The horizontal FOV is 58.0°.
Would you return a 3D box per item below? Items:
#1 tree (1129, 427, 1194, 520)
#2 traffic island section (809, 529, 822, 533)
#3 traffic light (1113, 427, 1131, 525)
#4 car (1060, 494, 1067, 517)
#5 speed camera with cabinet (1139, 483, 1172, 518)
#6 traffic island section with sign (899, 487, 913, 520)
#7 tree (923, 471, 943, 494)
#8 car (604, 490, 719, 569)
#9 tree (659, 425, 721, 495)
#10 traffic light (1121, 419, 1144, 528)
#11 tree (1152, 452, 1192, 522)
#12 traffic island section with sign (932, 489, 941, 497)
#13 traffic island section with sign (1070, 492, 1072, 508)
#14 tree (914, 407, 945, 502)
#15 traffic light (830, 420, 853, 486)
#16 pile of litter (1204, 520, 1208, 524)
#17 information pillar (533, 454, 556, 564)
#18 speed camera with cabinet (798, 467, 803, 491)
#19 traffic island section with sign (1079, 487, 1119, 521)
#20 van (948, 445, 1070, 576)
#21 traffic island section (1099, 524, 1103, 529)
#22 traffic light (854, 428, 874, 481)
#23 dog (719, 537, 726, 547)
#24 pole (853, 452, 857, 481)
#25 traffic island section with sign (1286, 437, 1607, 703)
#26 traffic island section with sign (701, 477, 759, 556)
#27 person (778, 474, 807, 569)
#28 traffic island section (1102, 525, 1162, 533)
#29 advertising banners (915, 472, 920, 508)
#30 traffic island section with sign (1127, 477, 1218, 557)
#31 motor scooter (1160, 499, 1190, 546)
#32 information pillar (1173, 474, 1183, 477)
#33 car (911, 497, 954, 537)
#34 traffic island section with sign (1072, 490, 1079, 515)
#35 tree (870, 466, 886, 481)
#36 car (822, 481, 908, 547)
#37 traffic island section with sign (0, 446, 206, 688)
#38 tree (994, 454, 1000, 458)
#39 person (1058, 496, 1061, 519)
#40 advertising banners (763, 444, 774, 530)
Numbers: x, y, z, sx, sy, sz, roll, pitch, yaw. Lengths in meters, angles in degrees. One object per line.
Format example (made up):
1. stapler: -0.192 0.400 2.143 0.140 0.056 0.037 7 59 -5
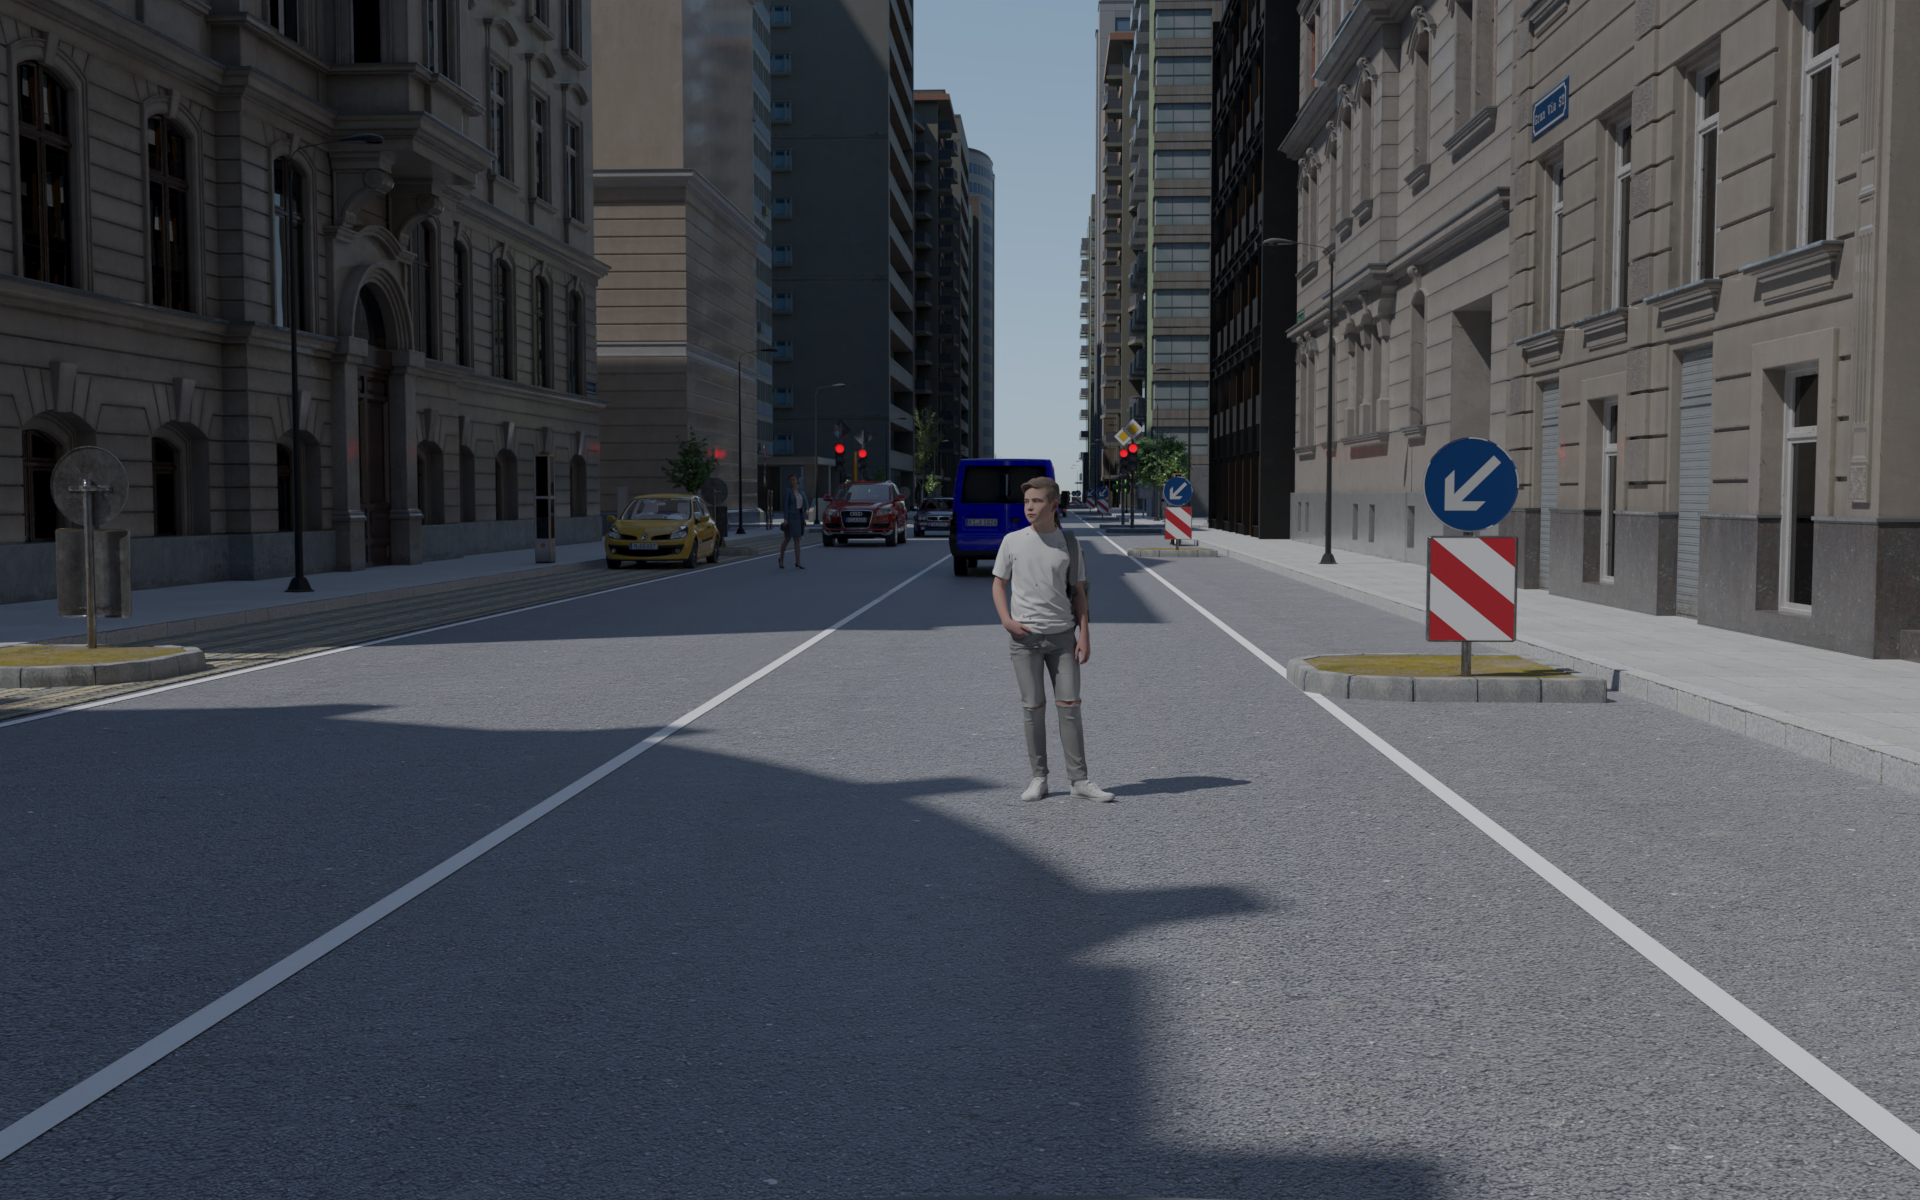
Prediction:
1. tree: 10.562 -6.531 90.489 4.285 4.588 4.351 0 3 0
2. traffic island section: -4.513 -2.634 65.349 2.009 0.180 2.903 0 4 3
3. traffic light: 6.831 -5.121 72.650 0.839 4.253 0.868 0 4 3
4. car: 5.824 -6.117 109.048 2.155 1.783 4.494 0 4 4
5. speed camera with cabinet: 10.670 -6.051 93.265 2.038 3.252 0.660 0 4 -6
6. traffic island section with sign: -3.009 -5.267 94.747 1.989 1.847 2.006 0 4 3
7. tree: -2.363 -9.317 146.932 1.663 3.219 1.824 0 3 0
8. car: -5.878 -1.475 34.347 2.015 1.641 3.980 0 4 1
9. tree: -7.608 -3.300 48.550 1.663 3.219 1.824 0 3 0
10. traffic light: 6.424 -4.633 64.675 0.839 4.253 0.868 0 4 3
11. tree: 9.793 -5.144 78.699 1.663 3.219 1.824 0 3 0
12. traffic island section with sign: -1.625 -6.937 122.049 1.989 1.847 2.006 0 4 3
13. traffic island section with sign: 11.607 -10.000 172.127 1.989 1.847 2.006 0 4 3
14. tree: -3.320 -11.783 143.011 4.737 8.622 4.395 0 3 0
15. traffic light: -4.474 -4.666 65.212 0.839 4.253 0.868 0 4 3
16. pile of litter: 11.157 -3.609 72.970 1.719 0.858 1.176 2 4 25
17. information pillar: -7.691 -1.687 32.074 0.304 2.012 0.304 0 4 4
18. speed camera with cabinet: -8.223 -6.343 98.050 2.038 3.252 0.660 0 4 0
19. traffic island section with sign: 7.655 -5.253 94.508 1.989 1.847 2.006 0 4 3
20. van: 0.917 -1.693 32.070 2.240 2.365 5.245 0 4 3
21. traffic island section: 6.870 -3.088 72.761 2.009 0.180 2.903 0 4 3
22. traffic light: -4.067 -5.154 73.187 0.839 4.253 0.868 0 4 3
23. dog: -6.079 -1.693 44.516 0.513 0.831 0.800 2 4 34
24. pole: -5.034 -5.455 83.024 0.158 3.312 0.155 0 3 0
25. traffic island section with sign: 3.493 -0.259 12.856 1.989 1.847 2.006 0 4 3
26. traffic island section with sign: -5.784 -1.953 40.560 1.989 1.847 2.006 0 4 3
27. person: -3.225 -1.514 33.270 0.581 1.822 0.654 -3 4 -37
28. traffic island section: 6.464 -2.600 64.787 2.009 0.180 2.903 0 4 3
29. advertising banners: -3.338 -8.532 135.679 0.090 3.025 2.074 -1 4 -12
30. traffic island section with sign: 4.884 -1.927 40.130 1.989 1.847 2.006 0 4 3
31. motor scooter: 6.004 -2.171 48.276 0.815 1.314 1.986 0 4 1
32. information pillar: 7.825 -3.534 62.271 0.304 2.012 0.304 0 4 -2
33. car: -0.664 -2.848 59.139 1.945 1.354 3.894 0 4 2
34. traffic island section with sign: 9.017 -6.899 121.429 1.989 1.847 2.006 0 4 3
35. tree: -5.040 -7.020 109.377 1.663 3.219 1.824 0 3 0
36. car: -2.644 -2.462 48.928 2.281 1.827 5.304 0 4 3
37. traffic island section with sign: -7.149 -0.306 13.639 1.989 1.847 2.006 0 4 3
38. tree: 5.828 -21.874 307.999 4.360 8.622 3.978 0 3 0
39. person: 5.532 -5.534 99.212 0.641 1.798 0.478 2 4 25
40. advertising banners: -6.861 -4.018 61.880 0.090 3.025 2.074 0 4 3
